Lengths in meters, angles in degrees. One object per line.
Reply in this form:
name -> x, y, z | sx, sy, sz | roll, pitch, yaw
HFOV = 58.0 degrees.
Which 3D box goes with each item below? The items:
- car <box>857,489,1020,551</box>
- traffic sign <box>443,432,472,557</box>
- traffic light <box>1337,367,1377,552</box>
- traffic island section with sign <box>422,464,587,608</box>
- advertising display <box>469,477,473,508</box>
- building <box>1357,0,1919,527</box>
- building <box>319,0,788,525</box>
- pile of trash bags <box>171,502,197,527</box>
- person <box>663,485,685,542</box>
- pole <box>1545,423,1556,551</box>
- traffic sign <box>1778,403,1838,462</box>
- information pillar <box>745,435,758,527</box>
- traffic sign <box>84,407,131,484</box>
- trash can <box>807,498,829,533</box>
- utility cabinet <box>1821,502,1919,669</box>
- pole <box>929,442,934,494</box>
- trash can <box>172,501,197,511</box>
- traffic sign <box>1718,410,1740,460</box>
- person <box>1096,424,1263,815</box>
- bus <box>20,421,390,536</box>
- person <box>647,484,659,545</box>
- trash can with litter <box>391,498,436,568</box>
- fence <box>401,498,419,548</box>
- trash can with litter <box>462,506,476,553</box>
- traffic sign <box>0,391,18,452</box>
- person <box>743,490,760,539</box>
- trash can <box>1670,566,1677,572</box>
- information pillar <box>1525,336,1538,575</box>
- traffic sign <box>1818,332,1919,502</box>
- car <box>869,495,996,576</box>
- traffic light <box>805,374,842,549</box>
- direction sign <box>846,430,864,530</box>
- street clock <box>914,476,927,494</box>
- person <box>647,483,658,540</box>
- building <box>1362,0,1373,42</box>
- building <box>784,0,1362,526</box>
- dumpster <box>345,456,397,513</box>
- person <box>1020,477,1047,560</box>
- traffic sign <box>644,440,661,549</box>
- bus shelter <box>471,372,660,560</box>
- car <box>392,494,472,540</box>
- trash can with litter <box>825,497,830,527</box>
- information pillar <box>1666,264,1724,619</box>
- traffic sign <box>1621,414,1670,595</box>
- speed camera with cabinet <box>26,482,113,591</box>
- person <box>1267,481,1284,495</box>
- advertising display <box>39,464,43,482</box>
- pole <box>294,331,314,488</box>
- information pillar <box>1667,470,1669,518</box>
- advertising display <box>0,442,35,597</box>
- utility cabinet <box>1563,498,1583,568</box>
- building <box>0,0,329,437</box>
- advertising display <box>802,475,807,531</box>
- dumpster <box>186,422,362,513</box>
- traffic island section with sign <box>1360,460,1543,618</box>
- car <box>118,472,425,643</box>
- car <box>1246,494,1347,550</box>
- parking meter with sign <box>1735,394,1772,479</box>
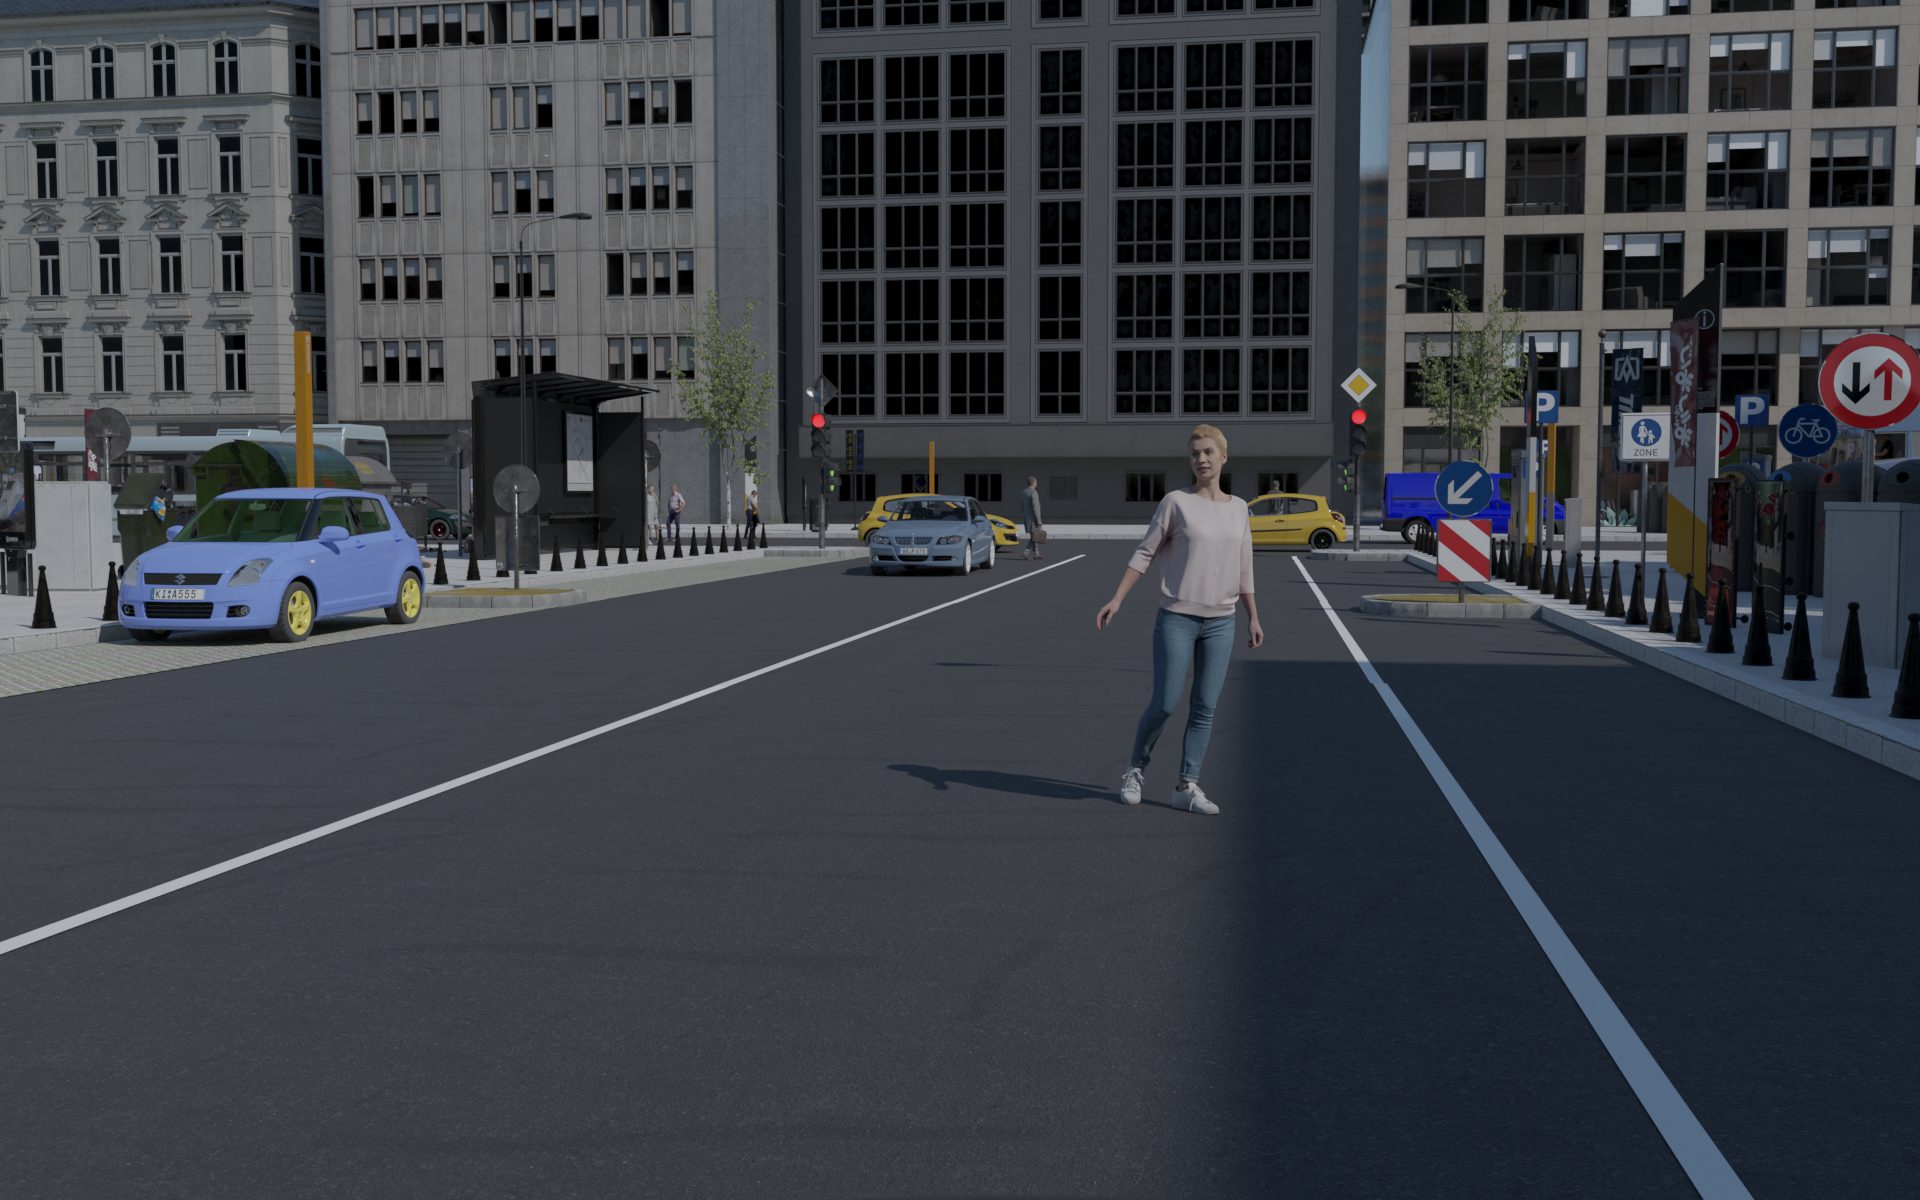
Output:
car -> -0.520, -1.994, 42.820 | 3.980, 1.641, 2.015 | 1, 4, 11
traffic sign -> -10.266, -2.166, 35.522 | 0.768, 2.556, 0.104 | 1, 4, 17
traffic light -> 8.823, -3.034, 38.527 | 0.839, 4.253, 0.868 | 1, 4, 10
traffic island section with sign -> -5.977, -0.850, 22.525 | 1.989, 1.847, 2.006 | 1, 4, 10
advertising display -> -17.709, -3.602, 64.102 | 0.974, 1.923, 0.123 | 1, 4, 22
building -> 35.178, -16.522, 74.658 | 34.151, 26.468, 19.350 | 1, 4, 10
building -> -16.683, -15.971, 79.146 | 19.932, 24.808, 12.078 | 1, 4, 10
pile of trash bags -> -30.647, -3.612, 68.813 | 1.912, 1.369, 3.447 | -2, 4, -30
person -> -8.649, -2.620, 52.279 | 0.436, 1.711, 0.756 | -3, 5, -40
pole -> 13.233, -2.749, 38.786 | 0.158, 3.312, 0.155 | 0, 3, 0
traffic sign -> 11.922, -1.488, 24.434 | 0.768, 2.556, 0.104 | 1, 4, 15
information pillar -> -8.220, -4.699, 68.177 | 0.504, 3.616, 0.183 | -2, 4, -25
traffic sign -> -12.517, -1.549, 25.436 | 0.768, 2.556, 0.104 | 1, 4, 11
trash can -> -4.741, -2.832, 57.949 | 0.748, 1.137, 0.748 | 0, 3, 0
utility cabinet -> 6.966, -0.121, 13.145 | 0.306, 1.237, 1.020 | 0, 4, -3
pole -> -1.096, -4.496, 67.360 | 0.158, 3.312, 0.155 | 0, 3, 0
trash can -> -16.727, -1.583, 37.533 | 0.748, 1.137, 0.748 | 0, 3, 0
traffic sign -> 11.296, -1.588, 26.077 | 0.768, 2.556, 0.104 | 1, 4, 15
person -> 0.936, 0.080, 7.865 | 0.731, 1.740, 0.598 | -2, 4, -28
bus -> -22.418, -3.223, 47.551 | 13.247, 3.499, 2.948 | 1, 4, 10
person -> -8.740, -2.408, 48.871 | 0.522, 1.701, 0.512 | 3, 5, 40
trash can with litter -> -10.110, -1.162, 30.056 | 2.233, 1.210, 1.678 | -2, 4, -25
fence -> -13.368, -1.881, 41.962 | 0.480, 1.192, 2.264 | -2, 4, -26
trash can with litter -> -10.508, -1.601, 37.566 | 0.624, 1.170, 1.055 | -3, 5, -44
traffic sign -> -9.634, -0.925, 17.261 | 0.606, 2.300, 0.079 | 1, 4, 14
person -> -6.695, -2.746, 55.611 | 0.590, 1.554, 0.614 | -1, 4, -21
trash can -> 12.010, -1.027, 28.450 | 0.748, 1.137, 0.748 | 0, 3, 0
information pillar -> 8.398, -2.087, 25.473 | 0.183, 3.616, 0.504 | 1, 4, 11
traffic sign -> 7.196, -0.834, 13.737 | 0.768, 2.556, 0.104 | 1, 4, 18
car -> -0.438, -1.223, 32.002 | 2.014, 1.417, 4.499 | 1, 4, 10
traffic light -> -3.221, -3.157, 40.533 | 0.839, 4.253, 0.868 | 1, 4, 10
direction sign -> -3.700, -4.227, 61.107 | 0.876, 3.537, 0.379 | 3, 5, 41
street clock -> -1.615, -4.019, 70.286 | 0.471, 2.002, 0.358 | -1, 4, -20
person -> -9.592, -2.743, 53.691 | 0.599, 1.781, 0.374 | -3, 5, -40
building -> 58.604, -48.596, 232.788 | 20.611, 71.187, 20.563 | 1, 4, 10
building -> 5.214, -17.325, 76.767 | 24.014, 27.812, 14.314 | 1, 4, 10
dumpster -> -9.442, -1.237, 25.992 | 1.264, 1.857, 1.865 | 1, 4, 10
person -> 1.600, -1.776, 37.635 | 0.767, 1.812, 0.694 | -2, 4, -30
traffic sign -> -7.357, -2.473, 40.547 | 0.768, 2.556, 0.104 | 1, 4, 14
bus shelter -> -8.155, -2.761, 36.432 | 1.731, 3.624, 6.357 | 1, 4, 10
car -> -17.284, -2.753, 54.793 | 4.222, 1.686, 2.009 | 0, 4, 8
trash can with litter -> -5.431, -3.408, 67.116 | 0.624, 1.170, 1.055 | -1, 4, -22
information pillar -> 7.582, -1.621, 17.854 | 0.504, 3.616, 0.183 | 3, 5, 42
traffic sign -> 8.666, -1.211, 21.933 | 0.606, 2.300, 0.079 | 1, 4, 18
speed camera with cabinet -> -12.407, -1.752, 22.989 | 2.038, 3.252, 0.660 | 0, 4, 2
person -> 8.978, -2.473, 49.055 | 0.598, 1.807, 0.434 | 2, 4, 33
advertising display -> -19.723, -1.916, 36.539 | 0.123, 1.923, 0.974 | 1, 4, 12
pole -> -8.257, -1.712, 21.840 | 0.158, 3.312, 0.155 | 0, 3, 0
information pillar -> 22.125, -3.010, 53.700 | 0.304, 2.012, 0.304 | 2, 4, 30
advertising display -> -11.929, -1.018, 21.859 | 0.974, 1.923, 0.123 | 3, 5, 40
utility cabinet -> 10.811, -1.188, 30.588 | 0.306, 1.237, 1.020 | 1, 4, 19
building -> -47.791, -19.005, 87.141 | 44.131, 29.872, 17.030 | 1, 4, 10
advertising display -> -5.439, -3.382, 60.510 | 0.123, 1.923, 0.974 | 0, 4, -3
dumpster -> -9.211, -1.274, 23.320 | 1.502, 2.255, 1.985 | 1, 4, 10
traffic island section with sign -> 5.917, -0.760, 21.053 | 1.989, 1.847, 2.006 | 1, 4, 10
car -> -6.998, -0.502, 17.795 | 1.945, 1.707, 3.694 | 0, 4, 8
car -> 7.689, -2.035, 43.497 | 3.980, 1.641, 2.015 | 1, 4, 11
parking meter with sign -> 14.350, -2.136, 31.180 | 0.543, 3.016, 1.738 | 2, 4, 32
